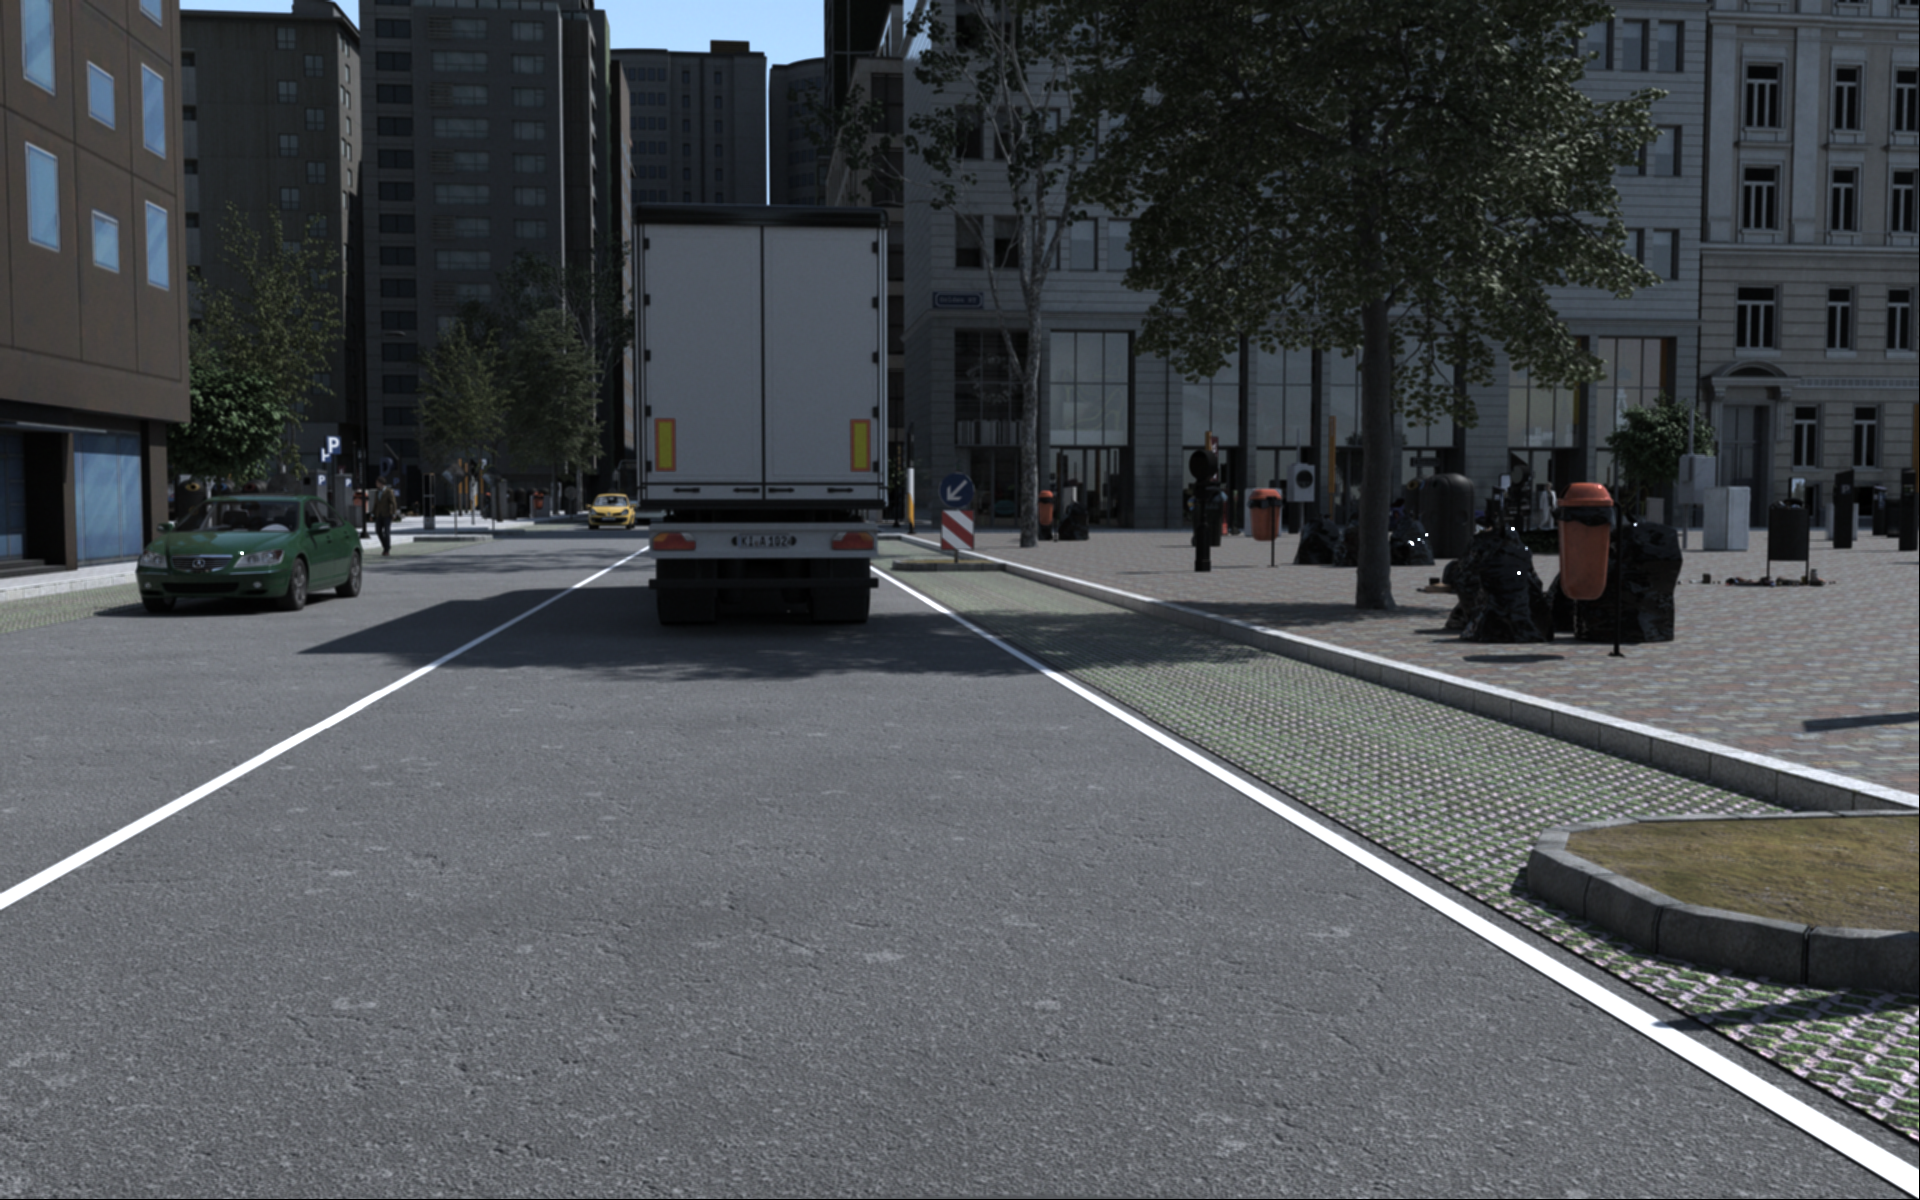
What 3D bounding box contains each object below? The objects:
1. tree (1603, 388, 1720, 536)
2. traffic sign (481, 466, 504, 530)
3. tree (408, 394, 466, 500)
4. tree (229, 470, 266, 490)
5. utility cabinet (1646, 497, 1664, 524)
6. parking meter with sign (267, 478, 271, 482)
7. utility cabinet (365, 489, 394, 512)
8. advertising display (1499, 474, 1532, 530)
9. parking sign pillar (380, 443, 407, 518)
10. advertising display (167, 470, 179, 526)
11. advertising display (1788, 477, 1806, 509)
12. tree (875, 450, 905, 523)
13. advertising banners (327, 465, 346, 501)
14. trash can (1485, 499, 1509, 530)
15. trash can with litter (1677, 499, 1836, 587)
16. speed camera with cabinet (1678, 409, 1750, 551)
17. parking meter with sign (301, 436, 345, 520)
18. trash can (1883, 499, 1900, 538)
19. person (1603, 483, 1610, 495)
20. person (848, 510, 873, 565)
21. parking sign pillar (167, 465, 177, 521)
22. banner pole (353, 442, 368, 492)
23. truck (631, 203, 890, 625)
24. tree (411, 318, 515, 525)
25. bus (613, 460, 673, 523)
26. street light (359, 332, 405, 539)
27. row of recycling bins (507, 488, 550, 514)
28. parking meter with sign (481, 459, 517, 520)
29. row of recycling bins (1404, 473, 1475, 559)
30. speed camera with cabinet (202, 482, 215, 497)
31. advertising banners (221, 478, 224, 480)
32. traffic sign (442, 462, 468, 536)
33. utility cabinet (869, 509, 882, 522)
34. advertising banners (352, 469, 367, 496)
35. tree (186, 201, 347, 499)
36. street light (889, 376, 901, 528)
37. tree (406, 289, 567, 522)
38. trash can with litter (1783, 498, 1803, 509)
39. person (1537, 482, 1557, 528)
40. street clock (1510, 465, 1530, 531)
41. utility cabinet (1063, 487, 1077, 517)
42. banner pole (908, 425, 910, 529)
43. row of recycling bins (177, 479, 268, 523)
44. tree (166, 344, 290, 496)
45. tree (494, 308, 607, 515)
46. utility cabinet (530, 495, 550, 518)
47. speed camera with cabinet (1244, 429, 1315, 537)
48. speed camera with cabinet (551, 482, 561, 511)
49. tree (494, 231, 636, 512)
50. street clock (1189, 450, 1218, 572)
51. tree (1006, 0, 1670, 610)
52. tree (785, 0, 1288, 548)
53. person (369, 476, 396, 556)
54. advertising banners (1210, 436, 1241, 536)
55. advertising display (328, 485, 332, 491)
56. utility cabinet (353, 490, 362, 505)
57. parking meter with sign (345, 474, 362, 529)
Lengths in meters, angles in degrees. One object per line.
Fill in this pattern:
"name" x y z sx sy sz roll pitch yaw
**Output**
"tree" 21.785 -4.289 53.831 4.285 4.588 4.351 0 3 0
"traffic sign" -16.479 -3.516 61.127 0.795 2.450 0.064 0 4 -7
"tree" -38.579 -10.813 127.155 4.360 8.622 3.978 0 3 0
"tree" -33.348 -5.311 81.435 1.663 3.219 1.824 0 3 0
"utility cabinet" 13.169 -1.326 32.835 0.306 1.237 1.020 1 4 20
"parking meter with sign" -32.985 -5.342 83.605 0.543 3.016 1.738 3 5 41
"utility cabinet" -27.149 -4.436 81.201 1.173 1.500 0.318 1 4 14
"advertising display" 17.388 -3.000 54.261 0.974 1.923 0.123 1 4 11
"parking sign pillar" -30.053 -6.291 91.329 1.447 3.967 1.447 3 5 42
"advertising display" -21.120 -2.478 45.735 0.974 1.923 0.123 1 4 8
"advertising display" 32.166 -3.754 66.584 0.974 1.923 0.123 -2 4 -33
"tree" -3.091 -4.974 75.929 1.663 3.219 1.824 0 3 0
"advertising banners" -38.239 -6.664 105.138 2.074 3.025 0.090 0 4 7
"trash can" 16.546 -2.553 53.400 0.748 1.137 0.748 0 3 0
"trash can with litter" 11.338 -0.830 24.631 2.233 1.210 1.678 1 4 18
"speed camera with cabinet" 17.298 -2.776 39.728 0.660 3.252 2.038 -1 4 -8
"parking meter with sign" -19.531 -3.435 52.425 1.738 3.016 0.543 2 4 30
"trash can" 27.615 -2.412 51.094 0.748 1.137 0.748 0 3 0
"person" 22.102 -3.122 59.726 0.592 1.802 0.473 1 4 21
"person" -2.105 -1.603 34.810 0.635 1.810 0.391 2 4 28
"parking sign pillar" -37.849 -5.746 82.426 1.447 3.967 1.447 -3 4 -39
"banner pole" -28.766 -5.684 82.950 0.863 3.779 0.401 1 4 14
"truck" -2.551 -2.047 22.390 2.839 4.237 11.283 0 4 -7
"tree" -20.359 -7.429 71.831 4.737 8.622 4.395 0 3 0
"bus" -14.725 -5.451 83.976 2.948 3.499 13.247 0 4 -6
"street light" -16.598 -4.721 49.724 1.470 5.913 1.316 0 4 -7
"row of recycling bins" -27.493 -6.271 109.649 1.069 1.692 3.534 3 5 42
"parking meter with sign" -22.868 -5.489 86.007 0.543 3.016 1.738 3 5 40
"row of recycling bins" 9.970 -1.765 35.970 1.069 1.692 3.534 0 4 4
"speed camera with cabinet" -35.794 -5.354 81.872 2.038 3.252 0.660 2 4 33
"advertising banners" -55.358 -8.312 132.094 2.074 3.025 0.090 0 4 -8
"traffic sign" -15.499 -3.031 53.202 0.795 2.450 0.064 0 4 -7
"utility cabinet" -3.913 -4.226 80.258 0.306 1.237 1.020 -2 4 -26
"advertising banners" -44.691 -8.034 127.544 2.074 3.025 0.090 0 4 1
"tree" -17.123 -5.675 43.144 4.737 8.622 4.395 0 3 0
"street light" -2.979 -5.728 66.187 1.470 5.913 1.316 0 4 -7
"tree" -21.524 -8.868 79.411 7.601 10.594 8.767 0 4 -2
"trash can with litter" 24.001 -2.364 50.038 0.624 1.170 1.055 2 4 26
"person" 20.488 -3.184 60.431 0.514 1.842 0.818 -2 4 -25
"street clock" 14.003 -2.373 43.366 0.358 2.002 0.471 -2 4 -25
"utility cabinet" 3.349 -2.704 52.896 0.318 1.500 1.173 1 4 9
"banner pole" -1.767 -4.465 63.018 0.401 3.779 0.863 1 4 9
"row of recycling bins" -20.114 -2.526 48.406 3.534 1.692 1.069 0 4 0
"tree" -16.294 -3.313 37.888 4.285 4.588 4.351 0 3 0
"tree" -25.226 -11.491 105.999 7.486 12.596 7.792 0 3 0
"utility cabinet" -22.943 -5.106 94.648 1.020 1.237 0.306 -2 4 -26
"speed camera with cabinet" 9.627 -3.536 52.154 2.038 3.252 0.660 -1 4 -14
"speed camera with cabinet" -31.515 -8.433 132.212 2.038 3.252 0.660 0 4 -5
"tree" -25.560 -16.320 122.719 12.611 20.169 13.585 0 3 0
"street clock" 4.020 -1.471 28.622 0.358 2.002 0.471 -2 4 -34
"tree" 4.245 -6.168 18.969 7.486 12.596 7.792 0 3 0
"tree" 2.175 -11.414 42.503 12.611 20.169 13.585 0 3 0
"person" -13.433 -1.952 40.323 0.656 1.842 0.836 -1 4 -8
"advertising banners" 8.161 -3.496 53.346 0.090 3.025 2.074 2 4 35
"advertising display" -45.787 -7.428 126.667 0.974 1.923 0.123 2 4 25
"utility cabinet" -29.831 -4.739 86.164 0.318 1.500 1.173 0 4 4
"parking meter with sign" -23.173 -4.199 64.922 1.738 3.016 0.543 2 4 27
